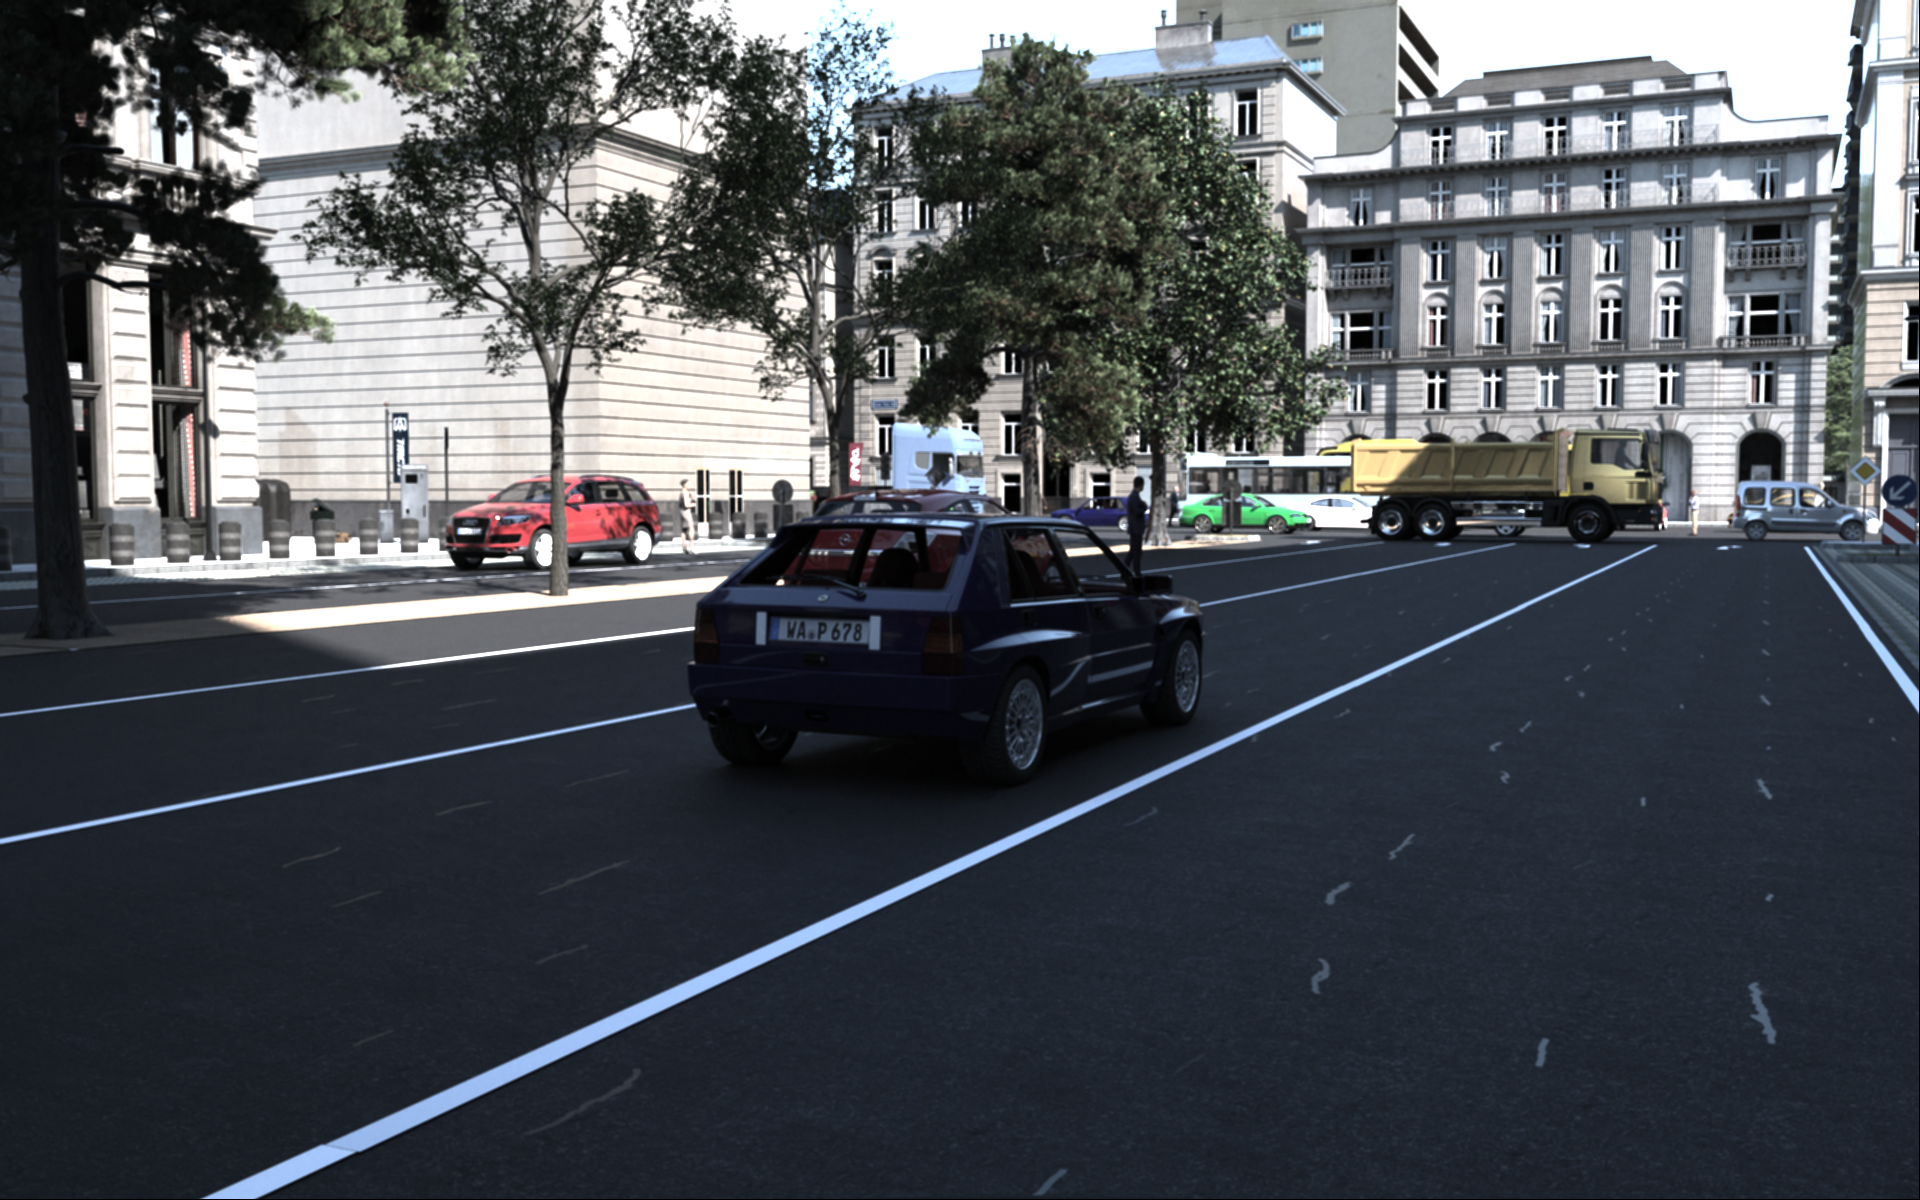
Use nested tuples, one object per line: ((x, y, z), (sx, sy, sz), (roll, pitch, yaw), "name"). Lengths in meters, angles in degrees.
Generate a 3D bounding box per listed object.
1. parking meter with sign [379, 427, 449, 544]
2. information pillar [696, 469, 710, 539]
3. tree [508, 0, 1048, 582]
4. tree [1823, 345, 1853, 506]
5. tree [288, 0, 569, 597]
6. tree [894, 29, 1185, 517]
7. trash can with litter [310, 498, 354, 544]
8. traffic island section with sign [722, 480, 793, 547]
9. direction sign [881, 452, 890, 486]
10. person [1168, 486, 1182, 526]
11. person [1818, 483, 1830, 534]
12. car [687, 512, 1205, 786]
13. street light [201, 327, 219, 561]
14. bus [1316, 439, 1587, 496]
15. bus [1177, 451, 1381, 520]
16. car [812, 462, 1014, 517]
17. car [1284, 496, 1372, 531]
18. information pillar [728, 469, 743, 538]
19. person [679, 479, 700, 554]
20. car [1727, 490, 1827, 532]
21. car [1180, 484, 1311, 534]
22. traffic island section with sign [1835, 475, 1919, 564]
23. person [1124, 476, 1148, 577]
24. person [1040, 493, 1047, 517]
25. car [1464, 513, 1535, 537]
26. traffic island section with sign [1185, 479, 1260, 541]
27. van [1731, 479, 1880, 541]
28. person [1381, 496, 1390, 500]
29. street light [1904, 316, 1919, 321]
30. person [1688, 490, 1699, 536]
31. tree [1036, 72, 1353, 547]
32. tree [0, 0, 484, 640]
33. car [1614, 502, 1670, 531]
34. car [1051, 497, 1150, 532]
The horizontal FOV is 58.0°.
((-14.191, -2.980, 44.989), (1.738, 3.016, 0.543), (-1, 4, -19), "parking meter with sign")
((-7.396, -2.777, 49.894), (0.304, 2.012, 0.304), (1, 4, 20), "information pillar")
((-2.085, -5.779, 31.363), (8.767, 10.594, 7.601), (2, 4, 25), "tree")
((67.354, -13.084, 132.054), (7.486, 12.596, 7.792), (0, 3, 0), "tree")
((-5.421, -5.337, 24.126), (8.767, 10.594, 7.601), (2, 4, 25), "tree")
((1.617, -7.046, 39.713), (6.751, 12.117, 7.091), (0, 3, 0), "tree")
((-16.307, -2.055, 44.987), (1.055, 1.170, 0.624), (0, 4, 2), "trash can with litter")
((-5.134, -2.363, 47.259), (1.989, 1.847, 2.006), (2, 4, 25), "traffic island section with sign")
((-4.031, -6.215, 93.615), (0.379, 3.537, 0.876), (-2, 4, -33), "direction sign")
((9.625, -4.155, 76.833), (0.834, 1.777, 0.661), (2, 4, 32), "person")
((30.919, -3.300, 62.332), (0.818, 1.842, 0.514), (3, 5, 42), "person")
((0.136, 0.155, 10.050), (1.945, 1.354, 3.894), (2, 4, 26), "car")
((-13.896, -3.685, 32.793), (1.470, 5.913, 1.316), (2, 4, 25), "street light")
((21.680, -5.268, 77.674), (12.252, 3.916, 2.896), (2, 4, 23), "bus")
((14.904, -4.725, 72.118), (13.247, 3.499, 2.948), (2, 4, 24), "bus")
((-0.265, -0.619, 19.157), (2.155, 1.783, 4.494), (2, 4, 24), "car")
((14.954, -3.352, 67.159), (4.827, 1.381, 2.083), (2, 4, 25), "car")
((-6.602, -2.846, 51.022), (0.304, 2.012, 0.304), (2, 4, 34), "information pillar")
((-6.481, -1.987, 41.320), (0.374, 1.781, 0.599), (-2, 4, -28), "person")
((30.870, -3.335, 64.747), (3.980, 1.641, 2.015), (2, 4, 27), "car")
((10.385, -3.314, 62.974), (4.718, 1.807, 1.959), (2, 4, 26), "car")
((19.470, -1.688, 36.232), (1.989, 1.847, 2.006), (2, 4, 25), "traffic island section with sign")
((2.770, -1.089, 27.226), (0.530, 1.710, 0.541), (1, 4, 11), "person")
((3.493, -4.291, 79.219), (0.990, 1.755, 0.434), (-1, 4, -11), "person")
((17.344, -3.106, 59.458), (5.304, 1.827, 2.281), (2, 4, 26), "car")
((8.191, -2.765, 53.350), (2.006, 1.907, 1.989), (2, 4, 25), "traffic island section with sign")
((25.958, -2.826, 53.222), (4.112, 2.044, 2.013), (2, 4, 24), "van")
((15.688, -3.386, 63.957), (0.391, 1.810, 0.635), (1, 4, 21), "person")
((25.254, -4.434, 45.034), (1.470, 5.913, 1.316), (2, 4, 25), "street light")
((25.405, -3.025, 60.015), (0.319, 1.574, 0.516), (3, 4, 39), "person")
((5.437, -7.803, 47.037), (9.611, 12.733, 9.660), (0, 3, 0), "tree")
((-8.998, -6.558, 17.096), (7.806, 13.903, 7.818), (0, 3, 0), "tree")
((26.966, -3.648, 68.678), (2.155, 1.783, 4.494), (2, 4, 26), "car")
((5.491, -3.336, 67.121), (3.894, 1.354, 1.945), (2, 4, 27), "car")
